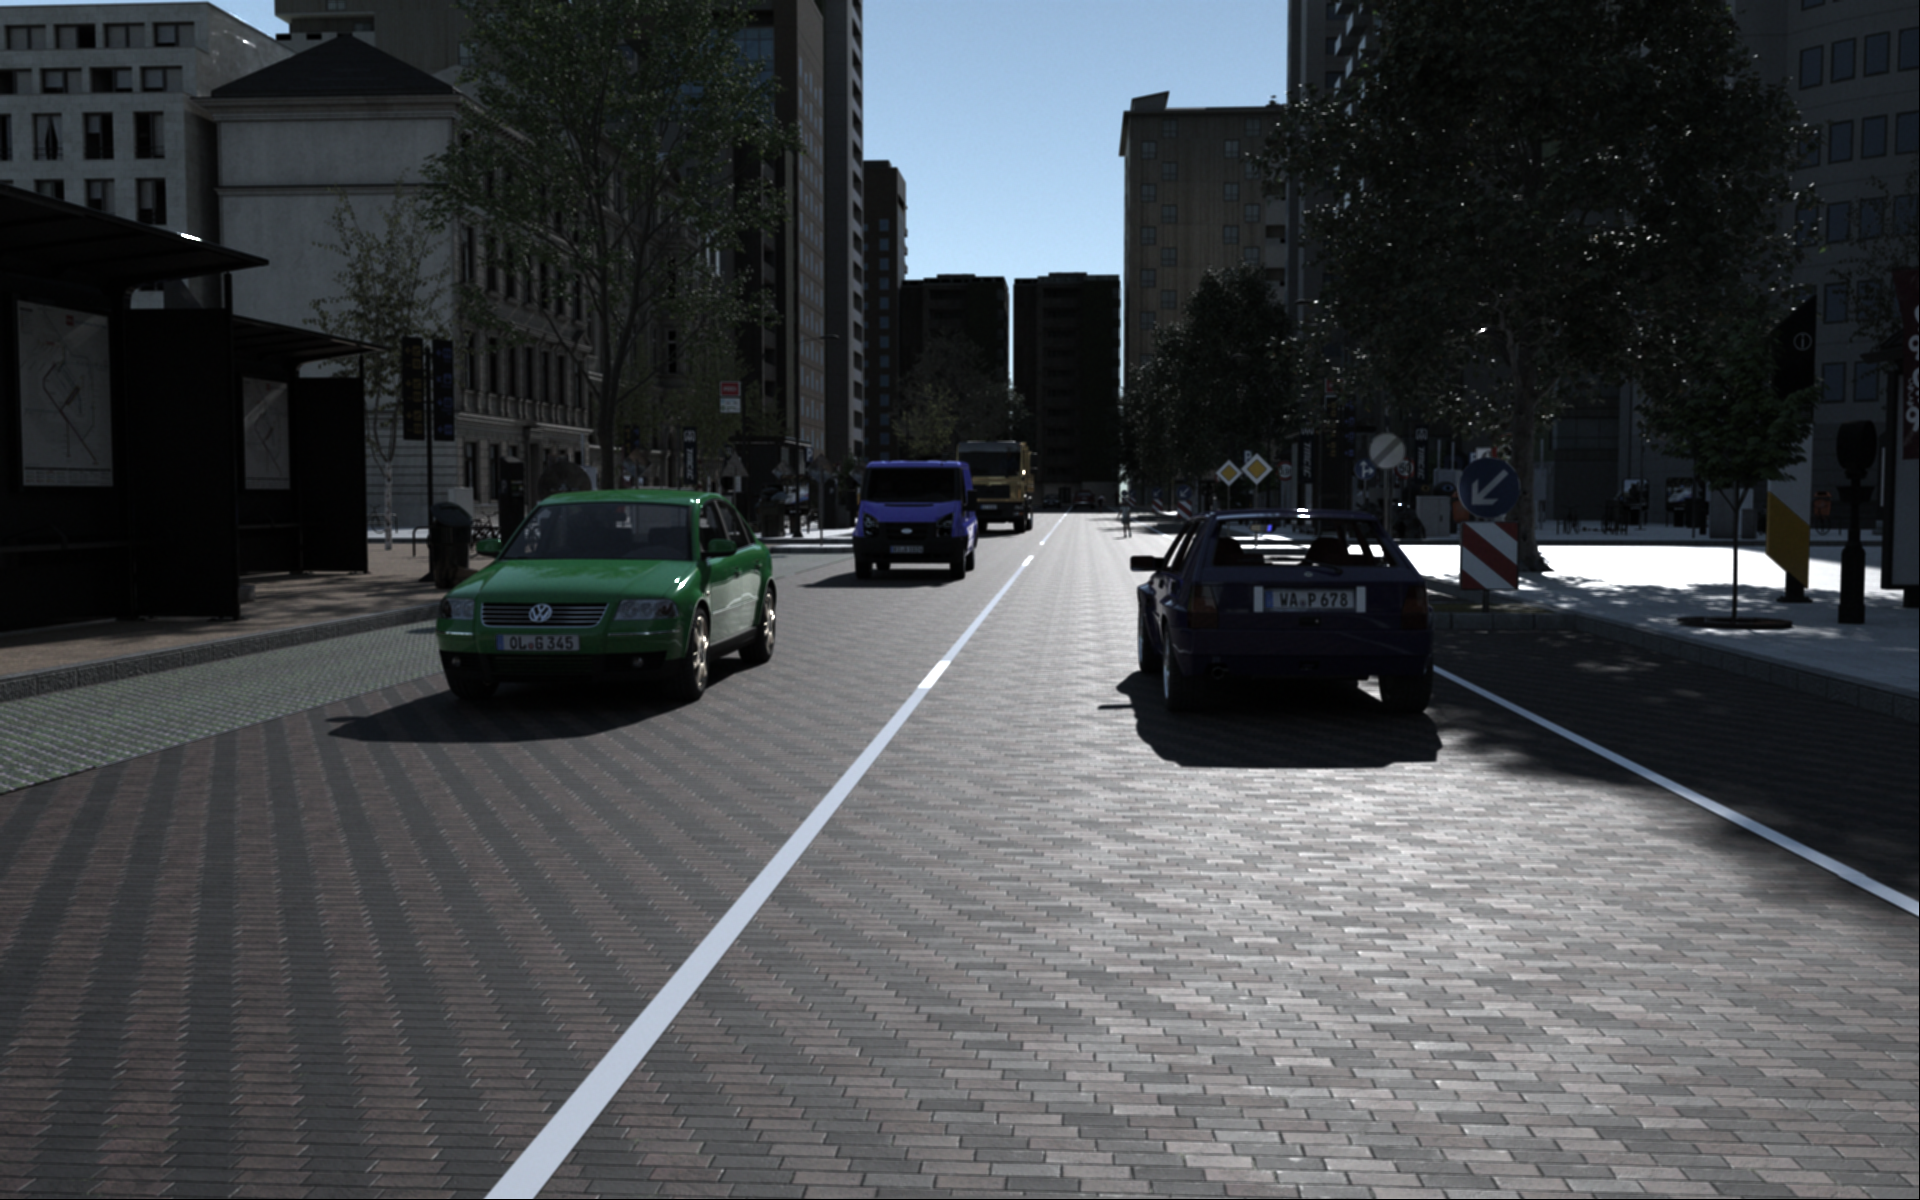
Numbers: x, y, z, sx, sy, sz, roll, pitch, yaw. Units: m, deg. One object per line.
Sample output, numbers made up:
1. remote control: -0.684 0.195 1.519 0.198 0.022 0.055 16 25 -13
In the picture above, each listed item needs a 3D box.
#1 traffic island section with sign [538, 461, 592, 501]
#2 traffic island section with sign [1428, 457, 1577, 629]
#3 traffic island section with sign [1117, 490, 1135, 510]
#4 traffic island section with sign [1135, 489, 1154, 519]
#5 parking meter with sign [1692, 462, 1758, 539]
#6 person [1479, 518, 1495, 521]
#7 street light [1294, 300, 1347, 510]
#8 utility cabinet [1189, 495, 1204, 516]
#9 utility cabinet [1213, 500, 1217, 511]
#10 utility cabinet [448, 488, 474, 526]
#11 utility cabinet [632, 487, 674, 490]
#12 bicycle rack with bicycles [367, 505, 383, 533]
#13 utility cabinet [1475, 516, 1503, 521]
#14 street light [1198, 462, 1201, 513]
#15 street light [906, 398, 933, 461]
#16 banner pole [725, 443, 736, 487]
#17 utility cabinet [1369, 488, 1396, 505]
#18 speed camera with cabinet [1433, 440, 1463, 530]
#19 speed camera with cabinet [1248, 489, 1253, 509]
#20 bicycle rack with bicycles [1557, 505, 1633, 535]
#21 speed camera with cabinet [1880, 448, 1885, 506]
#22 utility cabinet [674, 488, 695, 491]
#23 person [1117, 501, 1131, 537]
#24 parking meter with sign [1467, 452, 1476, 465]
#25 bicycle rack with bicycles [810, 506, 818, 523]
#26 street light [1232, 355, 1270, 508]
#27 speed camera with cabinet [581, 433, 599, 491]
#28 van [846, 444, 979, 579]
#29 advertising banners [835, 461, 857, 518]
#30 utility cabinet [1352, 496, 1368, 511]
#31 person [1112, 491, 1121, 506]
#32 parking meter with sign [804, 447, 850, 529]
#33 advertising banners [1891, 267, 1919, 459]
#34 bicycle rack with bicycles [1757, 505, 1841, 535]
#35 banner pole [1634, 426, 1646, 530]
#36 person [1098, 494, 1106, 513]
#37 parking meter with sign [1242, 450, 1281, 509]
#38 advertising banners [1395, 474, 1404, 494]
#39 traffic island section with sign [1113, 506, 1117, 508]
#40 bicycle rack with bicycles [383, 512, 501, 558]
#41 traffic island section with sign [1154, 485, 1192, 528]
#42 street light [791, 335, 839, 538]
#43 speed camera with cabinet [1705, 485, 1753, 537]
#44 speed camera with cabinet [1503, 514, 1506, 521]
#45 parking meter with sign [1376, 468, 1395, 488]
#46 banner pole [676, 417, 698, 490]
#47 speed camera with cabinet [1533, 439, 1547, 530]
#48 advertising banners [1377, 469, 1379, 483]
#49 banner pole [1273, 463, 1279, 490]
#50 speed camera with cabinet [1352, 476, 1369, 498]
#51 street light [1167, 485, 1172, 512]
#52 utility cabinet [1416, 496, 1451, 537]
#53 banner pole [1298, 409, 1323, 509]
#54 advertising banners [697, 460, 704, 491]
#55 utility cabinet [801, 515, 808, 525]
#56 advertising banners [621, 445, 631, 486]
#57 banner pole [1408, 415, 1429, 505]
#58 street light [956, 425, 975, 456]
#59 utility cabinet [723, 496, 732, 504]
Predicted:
1. traffic island section with sign: -4.716 -0.706 20.170 1.989 1.847 2.006 0 4 4
2. traffic island section with sign: 5.622 -0.657 19.367 1.989 1.847 2.006 0 4 4
3. traffic island section with sign: 14.941 -8.743 151.571 1.989 1.847 2.006 0 4 4
4. traffic island section with sign: 11.413 -5.680 101.494 1.989 1.847 2.006 0 4 4
5. parking meter with sign: 22.020 -3.278 49.849 1.738 3.016 0.543 3 4 36
6. person: 13.408 -2.149 43.660 0.654 1.822 0.581 0 4 3
7. street light: 8.693 -4.221 41.550 1.470 5.913 1.316 0 4 4
8. utility cabinet: 13.867 -5.517 101.366 0.306 1.237 1.020 -2 4 -35
9. utility cabinet: 14.958 -5.360 98.794 1.020 1.237 0.306 -1 4 -9
10. utility cabinet: -17.517 -3.185 60.761 0.318 1.500 1.173 1 4 15
11. utility cabinet: -9.226 -2.639 51.824 1.173 1.500 0.318 -3 5 -44
12. bicycle rack with bicycles: -19.903 -2.636 56.481 2.852 0.926 2.925 2 4 30
13. utility cabinet: 15.349 -2.498 49.518 1.173 1.500 0.318 3 4 37
14. street light: 12.143 -7.282 91.608 1.470 5.913 1.316 0 4 4
15. street light: -2.007 -6.787 83.511 1.470 5.913 1.316 0 4 4
16. banner pole: -10.193 -5.338 77.290 0.863 3.779 0.401 2 4 34
17. utility cabinet: 14.310 -3.061 58.723 0.318 1.500 1.173 -1 4 -19
18. speed camera with cabinet: 17.606 -4.158 62.319 0.660 3.252 2.038 0 4 -1
19. speed camera with cabinet: 16.985 -6.540 101.270 0.660 3.252 2.038 2 4 34
20. bicycle rack with bicycles: 20.377 -2.580 55.565 2.852 0.926 2.925 2 4 27
21. speed camera with cabinet: 18.212 -2.313 32.161 2.038 3.252 0.660 0 4 -8
22. utility cabinet: -10.256 -3.333 63.178 1.173 1.500 0.318 2 4 25
23. person: 5.452 -2.686 57.437 0.505 1.210 0.382 1 4 15
24. parking meter with sign: 21.185 -4.671 72.624 0.543 3.016 1.738 0 4 -8
25. bicycle rack with bicycles: -6.371 -3.814 75.736 2.925 0.926 2.852 0 4 -6
26. street light: 9.749 -5.211 57.748 1.470 5.913 1.316 0 4 4
27. speed camera with cabinet: -11.985 -3.760 55.814 0.660 3.252 2.038 -1 4 -10
28. van: -0.742 -1.635 31.124 2.240 2.365 5.245 0 4 3
29. advertising banners: -6.095 -5.967 93.747 0.090 3.025 2.074 2 4 35
30. utility cabinet: 15.124 -3.340 65.776 0.306 1.237 1.020 -1 4 -14
31. person: 17.994 -11.615 198.368 1.348 1.831 0.705 -2 4 -25
32. parking meter with sign: -4.916 -4.174 64.512 1.738 3.016 0.543 2 4 25
33. advertising banners: 8.219 -1.049 13.343 2.074 3.025 0.090 0 4 7
34. bicycle rack with bicycles: 26.187 -2.524 54.643 2.925 0.926 2.852 -2 4 -29
35. banner pole: 24.302 -4.383 61.683 0.401 3.779 0.863 1 4 14
36. person: 10.619 -7.208 129.542 0.628 1.438 0.799 0 4 3
37. parking meter with sign: 11.838 -4.374 67.783 0.543 3.016 1.738 -3 4 -37
38. advertising banners: 21.250 -5.273 82.409 2.074 3.025 0.090 -3 4 -39
39. traffic island section with sign: 16.878 -10.426 179.090 1.989 1.847 2.006 0 4 4
40. bicycle rack with bicycles: -9.786 -1.357 35.566 2.925 0.926 2.852 -3 5 -41
41. traffic island section with sign: 9.509 -4.035 74.606 1.989 1.847 2.006 0 4 4
42. street light: -4.243 -4.788 50.827 1.470 5.913 1.316 0 4 4
43. speed camera with cabinet: 23.505 -3.582 52.897 0.660 3.252 2.038 0 4 -1
44. speed camera with cabinet: 19.045 -4.086 61.137 2.038 3.252 0.660 -2 4 -32
45. parking meter with sign: 26.889 -6.979 110.366 1.738 3.016 0.543 -1 4 -8
46. banner pole: -8.955 -4.067 56.512 0.863 3.779 0.401 -2 4 -29
47. speed camera with cabinet: 20.817 -4.207 63.128 0.660 3.252 2.038 0 4 4
48. advertising banners: 28.619 -7.548 119.593 0.090 3.025 2.074 0 4 -3
49. banner pole: 22.704 -8.157 123.382 0.863 3.779 0.401 2 4 25
50. speed camera with cabinet: 20.785 -5.798 89.139 2.038 3.252 0.660 0 4 6
51. street light: 14.506 -9.281 124.283 1.470 5.913 1.316 0 4 4
52. utility cabinet: 14.183 -2.492 51.912 1.020 1.237 0.306 -1 4 -18
53. banner pole: 10.266 -3.696 50.453 0.863 3.779 0.401 0 4 -6
54. advertising banners: -13.865 -5.673 88.947 2.074 3.025 0.090 2 4 35
55. utility cabinet: -6.726 -3.785 70.565 1.173 1.500 0.318 -3 5 -43
56. advertising banners: -12.558 -4.022 61.950 2.074 3.025 0.090 1 4 18
57. banner pole: 14.459 -3.967 54.871 0.863 3.779 0.401 -1 4 -9
58. street light: 0.287 -8.786 116.191 1.470 5.913 1.316 0 4 4
59. utility cabinet: -8.195 -2.941 59.245 0.306 1.237 1.020 2 4 27
